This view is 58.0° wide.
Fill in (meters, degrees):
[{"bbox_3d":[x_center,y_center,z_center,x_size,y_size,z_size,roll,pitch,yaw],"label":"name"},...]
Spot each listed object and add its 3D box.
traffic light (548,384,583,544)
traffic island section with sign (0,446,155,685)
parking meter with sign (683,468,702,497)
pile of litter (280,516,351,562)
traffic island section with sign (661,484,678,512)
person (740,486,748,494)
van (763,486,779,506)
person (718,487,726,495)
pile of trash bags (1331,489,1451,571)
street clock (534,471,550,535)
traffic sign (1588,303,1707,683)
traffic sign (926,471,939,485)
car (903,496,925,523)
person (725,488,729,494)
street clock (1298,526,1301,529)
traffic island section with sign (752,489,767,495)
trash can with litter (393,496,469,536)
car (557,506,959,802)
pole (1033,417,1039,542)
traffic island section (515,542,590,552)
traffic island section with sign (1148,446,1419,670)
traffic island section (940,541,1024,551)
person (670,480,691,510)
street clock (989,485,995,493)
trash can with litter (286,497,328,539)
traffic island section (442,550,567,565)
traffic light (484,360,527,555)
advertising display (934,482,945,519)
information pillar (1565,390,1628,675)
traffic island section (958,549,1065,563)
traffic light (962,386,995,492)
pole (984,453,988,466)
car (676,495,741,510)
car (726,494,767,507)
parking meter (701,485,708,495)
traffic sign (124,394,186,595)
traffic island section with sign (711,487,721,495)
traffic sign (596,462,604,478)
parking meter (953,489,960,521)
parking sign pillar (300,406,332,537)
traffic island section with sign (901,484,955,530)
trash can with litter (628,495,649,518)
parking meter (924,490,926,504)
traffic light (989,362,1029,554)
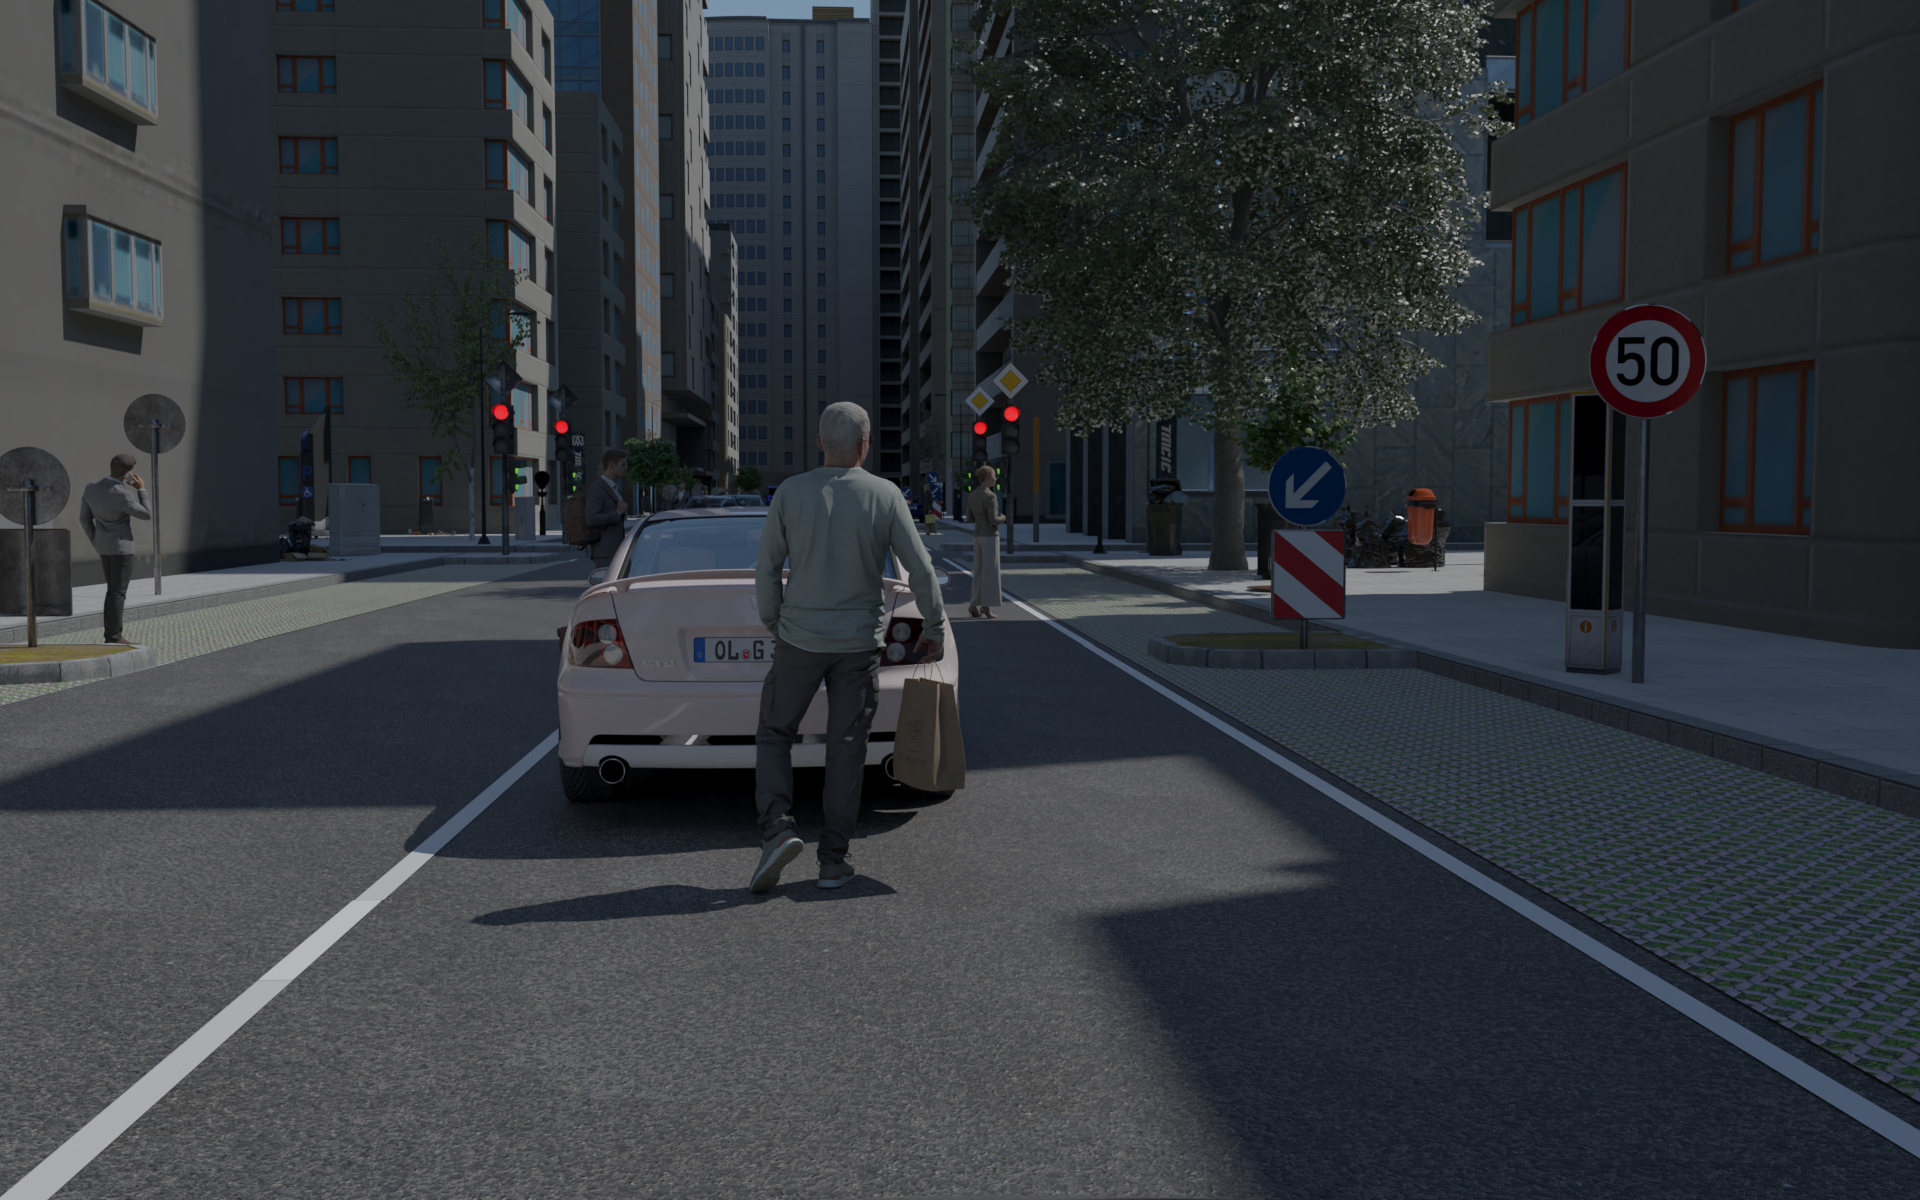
[{"bbox_3d":[-10.097,-3.384,44.249,0.839,4.253,0.868,0,4,-4],"label":"traffic light"},{"bbox_3d":[-7.624,-0.315,13.773,1.989,1.847,2.006,0,4,-4],"label":"traffic island section with sign"},{"bbox_3d":[-17.866,-7.426,117.681,1.738,3.016,0.543,0,4,1],"label":"parking meter with sign"},{"bbox_3d":[-12.601,-1.177,33.207,1.719,0.858,1.176,0,4,-7],"label":"pile of litter"},{"bbox_3d":[-11.625,-3.728,69.589,1.989,1.847,2.006,0,4,-4],"label":"traffic island section with sign"},{"bbox_3d":[-9.606,-4.167,76.972,0.623,1.781,0.721,0,3,0],"label":"person"},{"bbox_3d":[-13.167,-7.447,126.144,2.240,2.365,5.245,0,4,-6],"label":"van"},{"bbox_3d":[-12.704,-5.278,95.017,1.509,1.804,0.699,2,4,29],"label":"person"},{"bbox_3d":[7.599,-1.247,30.147,1.912,1.369,3.447,0,4,-3],"label":"pile of trash bags"},{"bbox_3d":[-12.973,-3.010,53.784,0.471,2.002,0.358,-1,4,-19],"label":"street clock"},{"bbox_3d":[4.606,-0.708,11.689,0.768,2.556,0.104,0,4,6],"label":"traffic sign"},{"bbox_3d":[-1.539,-5.963,97.599,0.768,2.556,0.104,0,4,-4],"label":"traffic sign"},{"bbox_3d":[-2.583,-4.499,86.146,1.945,1.354,3.894,0,4,-4],"label":"car"},{"bbox_3d":[-14.364,-6.020,107.146,0.641,1.798,0.478,0,4,-6],"label":"person"},{"bbox_3d":[7.247,-1.960,36.611,0.471,2.002,0.358,0,4,3],"label":"street clock"},{"bbox_3d":[-17.086,-8.396,145.904,1.989,1.847,2.006,0,4,-4],"label":"traffic island section with sign"},{"bbox_3d":[-16.345,-2.618,53.858,2.233,1.210,1.678,1,4,22],"label":"trash can with litter"},{"bbox_3d":[-1.049,0.175,9.504,2.083,1.381,4.827,0,4,-5],"label":"car"},{"bbox_3d":[2.027,-3.190,45.993,0.158,3.312,0.155,0,3,0],"label":"pole"},{"bbox_3d":[-10.138,-1.352,44.381,2.009,0.180,2.903,0,4,-4],"label":"traffic island section"},{"bbox_3d":[2.694,-0.390,15.002,1.989,1.847,2.006,0,4,-4],"label":"traffic island section with sign"},{"bbox_3d":[0.527,-1.398,45.137,2.009,0.180,2.903,0,4,-4],"label":"traffic island section"},{"bbox_3d":[-8.198,-2.595,50.891,0.622,1.834,0.822,-1,4,-14],"label":"person"},{"bbox_3d":[1.225,-4.087,71.390,0.471,2.002,0.358,1,4,11],"label":"street clock"},{"bbox_3d":[-18.775,-2.322,49.030,1.678,1.210,2.233,-1,4,-22],"label":"trash can with litter"},{"bbox_3d":[-9.568,-0.865,36.416,2.009,0.180,2.903,0,4,-4],"label":"traffic island section"},{"bbox_3d":[-9.527,-2.897,36.284,0.839,4.253,0.868,0,4,-4],"label":"traffic light"},{"bbox_3d":[-1.061,-5.176,89.840,0.123,1.923,0.974,-2,4,-30],"label":"advertising display"},{"bbox_3d":[4.561,-0.484,12.411,0.304,2.012,0.304,3,5,44],"label":"information pillar"},{"bbox_3d":[1.097,-0.911,37.172,2.009,0.180,2.903,0,4,-4],"label":"traffic island section"},{"bbox_3d":[0.486,-3.431,45.020,0.839,4.253,0.868,0,4,-4],"label":"traffic light"},{"bbox_3d":[1.292,-5.621,85.742,0.158,3.312,0.155,0,3,0],"label":"pole"},{"bbox_3d":[-6.812,-2.190,47.804,2.014,1.417,4.499,0,4,-4],"label":"car"},{"bbox_3d":[-6.846,-2.604,54.367,2.131,1.459,4.920,0,4,-6],"label":"car"},{"bbox_3d":[-16.983,-6.693,115.135,0.399,1.863,0.255,2,4,24],"label":"parking meter"},{"bbox_3d":[-10.217,-1.338,21.990,0.768,2.556,0.104,0,4,-3],"label":"traffic sign"},{"bbox_3d":[-13.581,-5.405,96.991,1.989,1.847,2.006,0,4,-4],"label":"traffic island section with sign"},{"bbox_3d":[-13.325,-3.989,65.324,0.768,2.556,0.104,0,4,-2],"label":"traffic sign"},{"bbox_3d":[-0.149,-4.591,83.474,0.372,1.533,0.369,0,3,0],"label":"parking meter"},{"bbox_3d":[-19.536,-3.920,52.562,1.447,3.967,1.447,0,4,3],"label":"parking sign pillar"},{"bbox_3d":[-1.218,-3.734,69.674,1.989,1.847,2.006,0,4,-4],"label":"traffic island section with sign"},{"bbox_3d":[-17.364,-5.048,93.594,2.233,1.210,1.678,0,4,-3],"label":"trash can with litter"},{"bbox_3d":[-1.982,-5.833,101.080,0.255,1.863,0.399,0,4,1],"label":"parking meter"},{"bbox_3d":[1.056,-2.944,37.055,0.839,4.253,0.868,0,4,-4],"label":"traffic light"}]
